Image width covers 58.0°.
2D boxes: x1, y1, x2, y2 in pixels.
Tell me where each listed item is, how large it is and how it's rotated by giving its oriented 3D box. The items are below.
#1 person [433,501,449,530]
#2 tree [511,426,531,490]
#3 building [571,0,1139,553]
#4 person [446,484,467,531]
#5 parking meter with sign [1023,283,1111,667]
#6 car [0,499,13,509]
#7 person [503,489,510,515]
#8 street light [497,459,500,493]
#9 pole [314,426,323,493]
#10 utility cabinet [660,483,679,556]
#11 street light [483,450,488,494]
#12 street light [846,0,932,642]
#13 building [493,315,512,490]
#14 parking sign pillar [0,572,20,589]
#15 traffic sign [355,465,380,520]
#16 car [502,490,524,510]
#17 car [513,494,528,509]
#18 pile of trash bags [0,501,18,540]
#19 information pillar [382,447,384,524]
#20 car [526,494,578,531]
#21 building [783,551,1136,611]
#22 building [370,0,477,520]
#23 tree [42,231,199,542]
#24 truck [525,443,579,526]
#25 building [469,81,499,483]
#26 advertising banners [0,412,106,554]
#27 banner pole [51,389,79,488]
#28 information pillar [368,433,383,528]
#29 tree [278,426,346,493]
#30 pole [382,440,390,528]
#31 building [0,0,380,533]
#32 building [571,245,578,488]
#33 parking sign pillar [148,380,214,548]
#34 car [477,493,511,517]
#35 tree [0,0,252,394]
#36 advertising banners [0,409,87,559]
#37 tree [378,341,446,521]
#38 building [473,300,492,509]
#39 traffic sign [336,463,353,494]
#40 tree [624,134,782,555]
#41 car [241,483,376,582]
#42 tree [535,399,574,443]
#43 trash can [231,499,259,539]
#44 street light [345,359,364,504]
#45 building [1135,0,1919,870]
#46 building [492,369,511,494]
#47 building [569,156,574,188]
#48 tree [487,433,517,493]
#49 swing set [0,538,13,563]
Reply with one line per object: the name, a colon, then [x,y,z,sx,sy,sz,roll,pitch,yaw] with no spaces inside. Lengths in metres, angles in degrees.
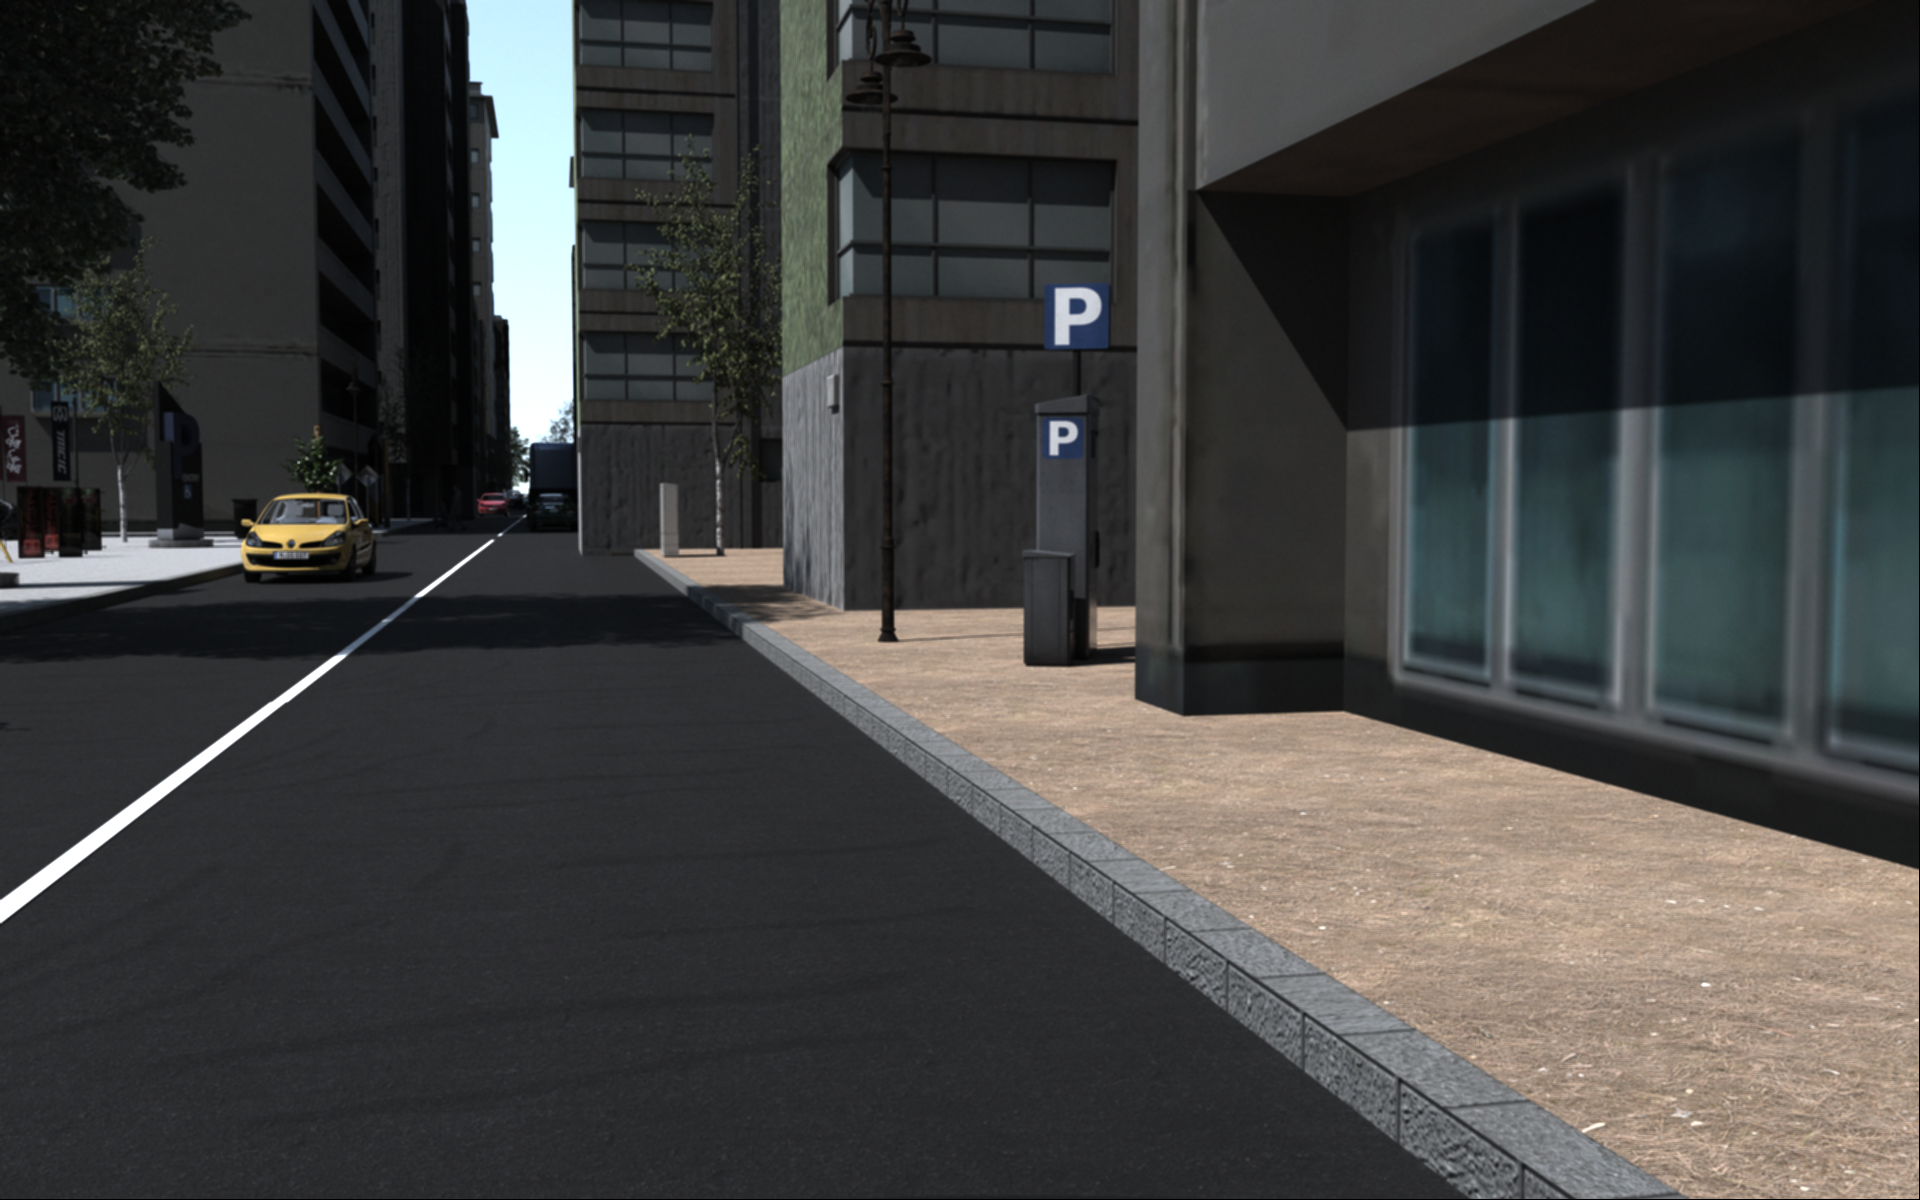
person: [-20.795,-3.370,69.093,0.738,1.151,1.012,0,4,-2]
tree: [-74.415,-22.582,287.343,7.486,12.596,7.792,0,3,0]
building: [-3.436,-22.220,46.884,14.154,41.232,14.086,-1,4,-13]
person: [-19.478,-3.571,66.981,0.767,1.812,0.694,-1,4,-10]
parking meter with sign: [0.823,-1.061,13.617,0.543,3.016,1.738,1,4,10]
car: [-29.975,-2.623,53.111,3.980,1.641,2.015,-1,4,-11]
person: [-29.945,-6.458,114.434,0.444,1.785,0.601,0,4,6]
street light: [-57.271,-14.828,215.219,0.468,5.910,1.993,-1,4,-13]
pole: [-19.194,-3.549,51.866,0.158,3.312,0.155,0,3,0]
utility cabinet: [-5.967,-1.647,35.610,0.318,1.500,1.173,-1,4,-13]
street light: [-47.156,-12.192,172.124,0.468,5.910,1.993,-1,4,-13]
street light: [-0.626,-2.575,14.895,0.468,5.910,1.993,-1,4,-13]
building: [-78.452,-30.699,273.635,14.160,30.474,14.107,-1,4,-13]
parking sign pillar: [-13.690,-2.148,23.584,1.447,3.967,1.447,-2,4,-32]
traffic sign: [-20.263,-3.402,59.270,0.795,2.450,0.064,-1,4,-13]
car: [-40.442,-9.013,156.032,2.281,1.827,5.304,-1,4,-13]
car: [-42.693,-9.803,169.075,1.959,1.807,4.718,-1,4,-15]
pile of trash bags: [-27.578,-2.315,47.609,3.447,1.369,1.912,-3,5,-42]
information pillar: [-24.520,-5.014,73.333,0.183,3.616,0.504,-3,4,-36]
car: [-15.997,-3.452,68.233,2.131,1.459,4.920,-1,4,-13]
building: [4.002,-20.941,25.982,14.154,41.232,14.086,-1,4,-13]
building: [-33.620,-19.623,92.542,14.160,30.474,14.107,-1,4,-13]
tree: [-22.208,-5.834,45.751,4.737,8.622,4.395,0,3,0]
truck: [-19.925,-5.822,84.955,2.967,4.110,18.799,-1,4,-13]
building: [-74.176,-38.763,223.007,28.713,52.752,27.495,-1,4,-13]
advertising banners: [-20.358,-2.610,38.857,2.074,3.025,0.090,-2,4,-29]
banner pole: [-21.256,-3.135,41.267,0.401,3.779,0.863,2,4,25]
information pillar: [-22.435,-4.579,66.218,0.504,3.616,0.183,3,4,39]
tree: [-18.322,-3.360,49.538,1.663,3.219,1.824,0,3,0]
pole: [-21.468,-4.340,64.795,0.158,3.312,0.155,0,3,0]
building: [-34.516,-27.008,65.278,21.300,48.544,21.600,-1,4,-13]
building: [-38.231,-26.385,203.090,14.160,30.474,14.107,-1,4,-13]
parking sign pillar: [-18.801,-3.255,41.696,1.447,3.967,1.447,0,4,8]
car: [-29.844,-6.223,110.781,2.155,1.783,4.494,-1,4,-14]
tree: [-11.018,-6.704,16.271,9.857,13.997,8.962,0,3,0]
advertising banners: [-18.617,-2.356,34.705,0.090,3.025,2.074,3,5,40]
tree: [-26.760,-8.125,83.211,4.360,8.622,3.978,0,3,0]
building: [-59.453,-19.471,163.390,27.650,21.520,28.899,-1,4,-13]
traffic sign: [-18.440,-2.927,51.495,0.795,2.450,0.064,-1,4,-13]
tree: [-4.829,-5.259,36.351,4.737,8.622,4.395,0,3,0]
car: [-11.020,-1.175,29.431,2.015,1.641,3.980,-1,4,-11]
tree: [-48.175,-18.778,217.393,12.009,13.543,11.850,0,3,0]
trash can: [-20.452,-2.319,49.565,0.748,1.137,0.748,0,3,0]
street light: [-20.735,-5.302,59.470,0.468,5.910,1.993,-1,4,-13]
building: [13.857,-23.111,1.569,21.300,48.544,21.600,-1,4,-13]
building: [-79.912,-24.862,251.525,27.650,21.520,28.899,-1,4,-13]
building: [-44.791,-41.353,265.356,28.713,52.752,27.495,-1,4,-13]
tree: [-55.290,-15.740,207.717,4.360,8.622,3.978,0,3,0]
swing set: [-19.021,-2.036,30.911,2.862,2.851,3.119,0,4,-6]
